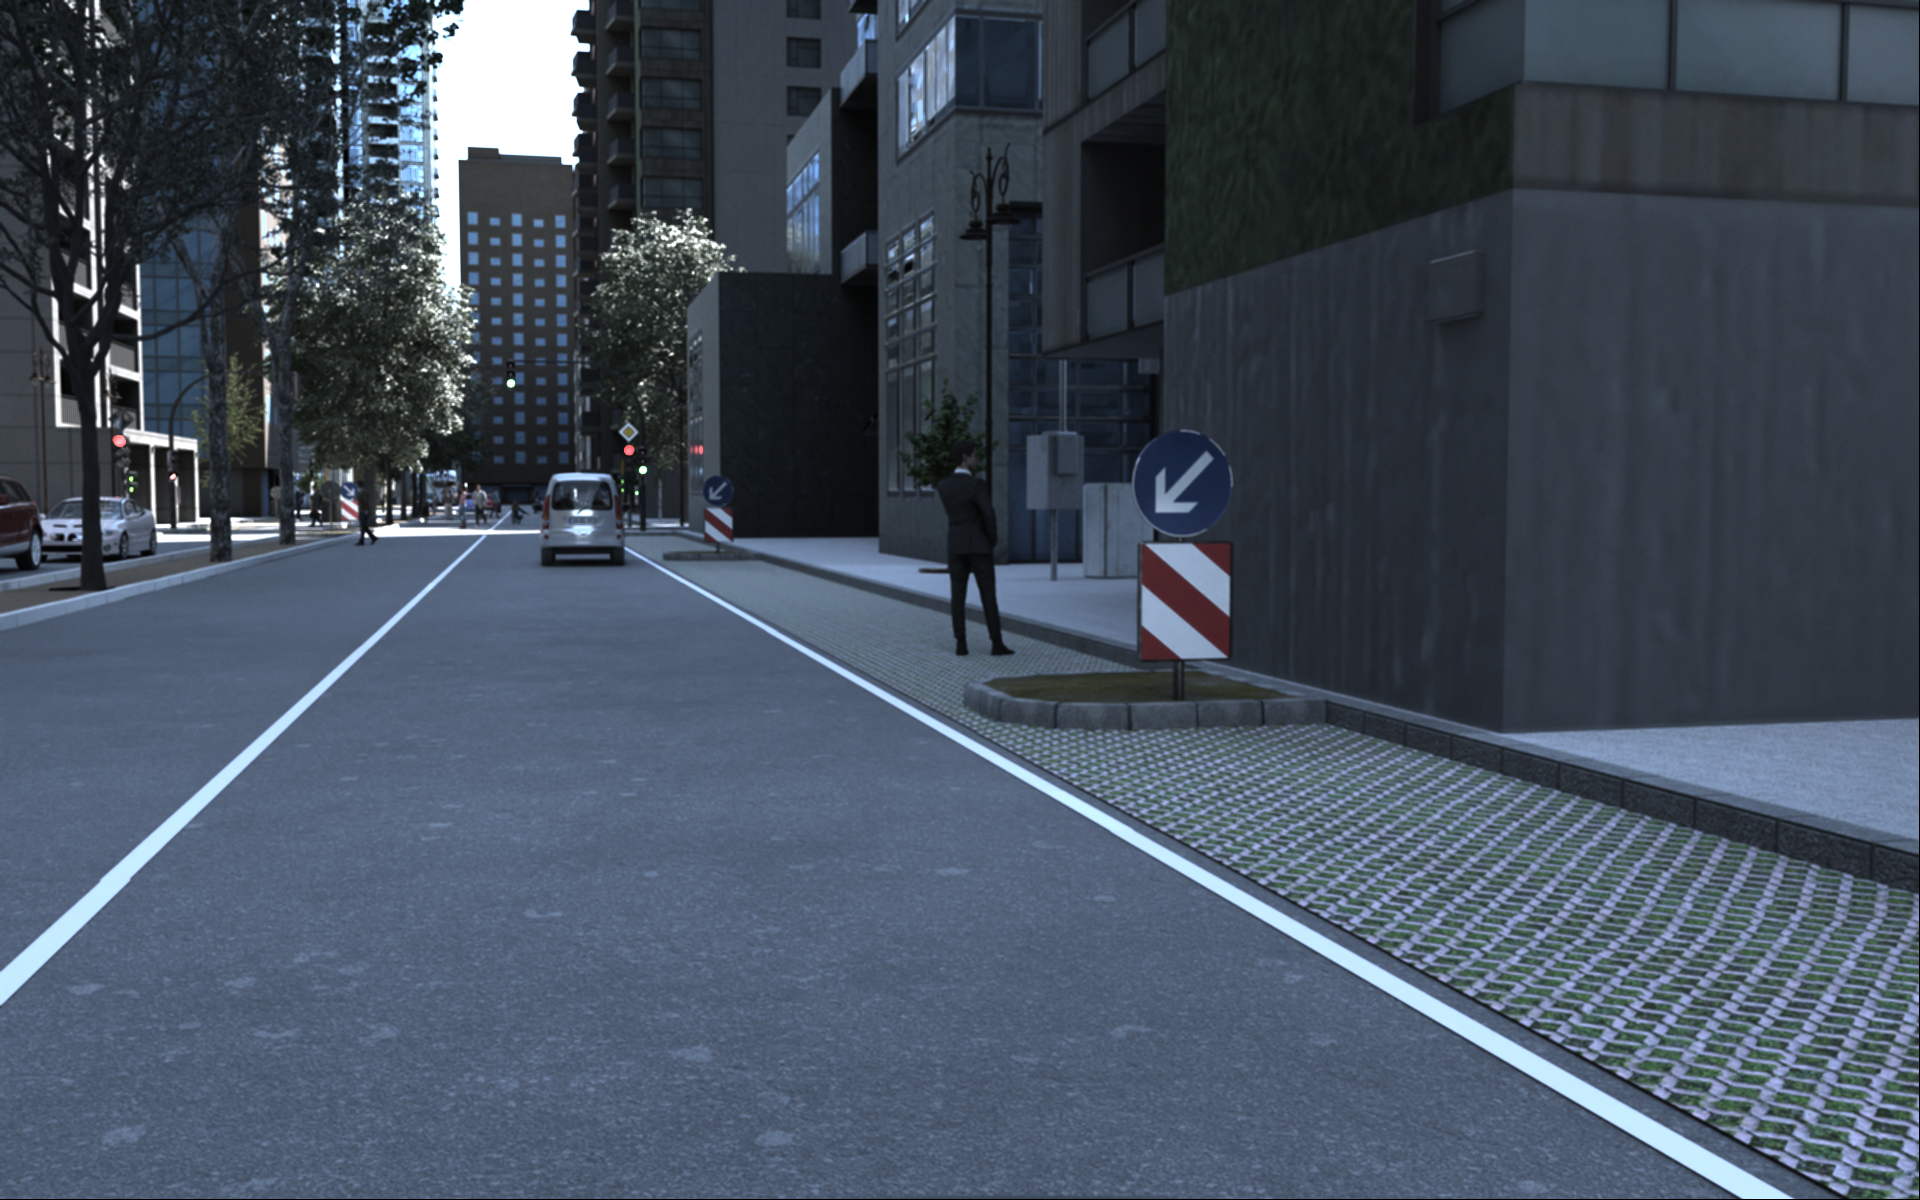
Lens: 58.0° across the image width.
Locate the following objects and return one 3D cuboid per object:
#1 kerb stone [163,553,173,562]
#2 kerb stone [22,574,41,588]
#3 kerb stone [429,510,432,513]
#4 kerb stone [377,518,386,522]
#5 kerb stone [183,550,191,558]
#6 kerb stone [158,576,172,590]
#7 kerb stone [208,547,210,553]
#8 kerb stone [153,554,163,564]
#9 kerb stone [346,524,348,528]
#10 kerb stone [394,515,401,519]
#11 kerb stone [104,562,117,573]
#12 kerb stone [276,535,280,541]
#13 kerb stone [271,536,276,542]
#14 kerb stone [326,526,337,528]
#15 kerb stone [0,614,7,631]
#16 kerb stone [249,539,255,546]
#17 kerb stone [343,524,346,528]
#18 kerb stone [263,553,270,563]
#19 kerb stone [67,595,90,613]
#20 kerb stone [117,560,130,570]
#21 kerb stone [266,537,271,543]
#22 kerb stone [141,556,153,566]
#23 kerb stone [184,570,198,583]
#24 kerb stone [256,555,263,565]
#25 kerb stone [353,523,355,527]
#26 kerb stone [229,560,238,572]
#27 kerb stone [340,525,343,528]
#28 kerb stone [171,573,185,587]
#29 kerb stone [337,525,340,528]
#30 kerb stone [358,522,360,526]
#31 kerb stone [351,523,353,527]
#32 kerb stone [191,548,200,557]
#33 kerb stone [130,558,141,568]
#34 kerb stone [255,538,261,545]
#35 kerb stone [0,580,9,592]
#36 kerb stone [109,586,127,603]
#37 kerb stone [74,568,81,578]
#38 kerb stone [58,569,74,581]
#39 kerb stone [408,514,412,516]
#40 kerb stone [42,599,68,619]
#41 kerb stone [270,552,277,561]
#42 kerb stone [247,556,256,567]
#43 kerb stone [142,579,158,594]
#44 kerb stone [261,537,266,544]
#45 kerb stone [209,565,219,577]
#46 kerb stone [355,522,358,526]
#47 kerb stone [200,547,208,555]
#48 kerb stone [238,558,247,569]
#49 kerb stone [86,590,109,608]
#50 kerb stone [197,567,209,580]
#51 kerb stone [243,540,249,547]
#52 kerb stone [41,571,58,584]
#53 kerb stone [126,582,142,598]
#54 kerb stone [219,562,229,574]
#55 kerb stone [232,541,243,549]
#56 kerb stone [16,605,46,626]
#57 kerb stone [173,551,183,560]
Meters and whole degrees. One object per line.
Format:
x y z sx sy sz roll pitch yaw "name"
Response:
-16.850 -0.879 36.596 0.120 0.150 1.000 -1 4 -14 "kerb stone"
-14.373 -0.263 26.628 0.120 0.150 1.000 -1 4 -14 "kerb stone"
-41.697 -6.998 136.605 0.120 0.150 1.000 -1 4 -14 "kerb stone"
-30.323 -4.195 90.826 0.120 0.150 1.000 -1 4 -14 "kerb stone"
-17.351 -1.002 38.582 0.120 0.150 1.000 -1 4 -14 "kerb stone"
-12.089 -0.232 26.115 0.120 0.150 1.000 -1 4 -14 "kerb stone"
-18.088 -1.184 41.562 0.120 0.150 1.000 -1 4 -14 "kerb stone"
-16.606 -0.819 35.588 0.120 0.150 1.000 -1 4 -14 "kerb stone"
-25.625 -3.041 71.928 0.120 0.150 1.000 -1 4 -14 "kerb stone"
-33.053 -4.864 101.768 0.120 0.150 1.000 -1 4 -14 "kerb stone"
-15.613 -0.572 31.619 0.120 0.150 1.000 -1 4 -14 "kerb stone"
-20.814 -1.855 52.531 0.120 0.150 1.000 -1 4 -14 "kerb stone"
-20.564 -1.794 51.535 0.120 0.150 1.000 -1 4 -14 "kerb stone"
-24.640 -2.798 67.943 0.120 0.150 1.000 -1 4 -14 "kerb stone"
-10.109 0.247 18.175 0.120 0.150 1.000 -1 4 -14 "kerb stone"
-19.573 -1.551 47.552 0.120 0.150 1.000 -1 4 -14 "kerb stone"
-25.382 -2.981 70.935 0.120 0.150 1.000 -1 4 -14 "kerb stone"
-14.574 -0.844 36.108 0.120 0.150 1.000 -1 4 -14 "kerb stone"
-10.853 0.069 21.153 0.120 0.150 1.000 -1 4 -14 "kerb stone"
-15.865 -0.637 32.610 0.120 0.150 1.000 -1 4 -14 "kerb stone"
-20.314 -1.733 50.542 0.120 0.150 1.000 -1 4 -14 "kerb stone"
-16.352 -0.759 34.598 0.120 0.150 1.000 -1 4 -14 "kerb stone"
-12.581 -0.360 28.121 0.120 0.150 1.000 -1 4 -14 "kerb stone"
-14.323 -0.790 35.110 0.120 0.150 1.000 -1 4 -14 "kerb stone"
-26.370 -3.220 74.909 0.120 0.150 1.000 -1 4 -14 "kerb stone"
-13.574 -0.604 32.110 0.120 0.150 1.000 -1 4 -14 "kerb stone"
-25.137 -2.918 69.940 0.120 0.150 1.000 -1 4 -14 "kerb stone"
-12.335 -0.298 27.111 0.120 0.150 1.000 -1 4 -14 "kerb stone"
-24.885 -2.859 68.945 0.120 0.150 1.000 -1 4 -14 "kerb stone"
-26.863 -3.346 76.904 0.120 0.150 1.000 -1 4 -14 "kerb stone"
-26.125 -3.163 73.917 0.120 0.150 1.000 -1 4 -14 "kerb stone"
-17.593 -1.063 39.576 0.120 0.150 1.000 -1 4 -14 "kerb stone"
-16.110 -0.698 33.604 0.120 0.150 1.000 -1 4 -14 "kerb stone"
-19.822 -1.611 48.553 0.120 0.150 1.000 -1 4 -14 "kerb stone"
-14.137 -0.201 25.633 0.120 0.150 1.000 -1 4 -14 "kerb stone"
-11.342 -0.055 23.139 0.120 0.150 1.000 -1 4 -14 "kerb stone"
-15.122 -0.454 29.617 0.120 0.150 1.000 -1 4 -14 "kerb stone"
-14.874 -0.393 28.624 0.120 0.150 1.000 -1 4 -14 "kerb stone"
-35.768 -5.537 112.721 0.120 0.150 1.000 -1 4 -14 "kerb stone"
-10.605 0.124 20.161 0.120 0.150 1.000 -1 4 -14 "kerb stone"
-14.816 -0.903 37.102 0.120 0.150 1.000 -1 4 -14 "kerb stone"
-14.065 -0.728 34.105 0.120 0.150 1.000 -1 4 -14 "kerb stone"
-11.847 -0.179 25.122 0.120 0.150 1.000 -1 4 -14 "kerb stone"
-20.076 -1.673 49.548 0.120 0.150 1.000 -1 4 -14 "kerb stone"
-13.084 -0.484 30.105 0.120 0.150 1.000 -1 4 -14 "kerb stone"
-26.613 -3.285 75.902 0.120 0.150 1.000 -1 4 -14 "kerb stone"
-17.841 -1.124 40.570 0.120 0.150 1.000 -1 4 -14 "kerb stone"
-13.824 -0.667 33.101 0.120 0.150 1.000 -1 4 -14 "kerb stone"
-11.100 0.003 22.146 0.120 0.150 1.000 -1 4 -14 "kerb stone"
-12.826 -0.422 29.115 0.120 0.150 1.000 -1 4 -14 "kerb stone"
-19.325 -1.488 46.557 0.120 0.150 1.000 -1 4 -14 "kerb stone"
-14.629 -0.332 27.629 0.120 0.150 1.000 -1 4 -14 "kerb stone"
-11.601 -0.118 24.128 0.120 0.150 1.000 -1 4 -14 "kerb stone"
-13.327 -0.545 31.103 0.120 0.150 1.000 -1 4 -14 "kerb stone"
-19.077 -1.428 45.548 0.120 0.150 1.000 -1 4 -14 "kerb stone"
-10.354 0.185 19.170 0.120 0.150 1.000 -1 4 -14 "kerb stone"
-17.093 -0.941 37.589 0.120 0.150 1.000 -1 4 -14 "kerb stone"
